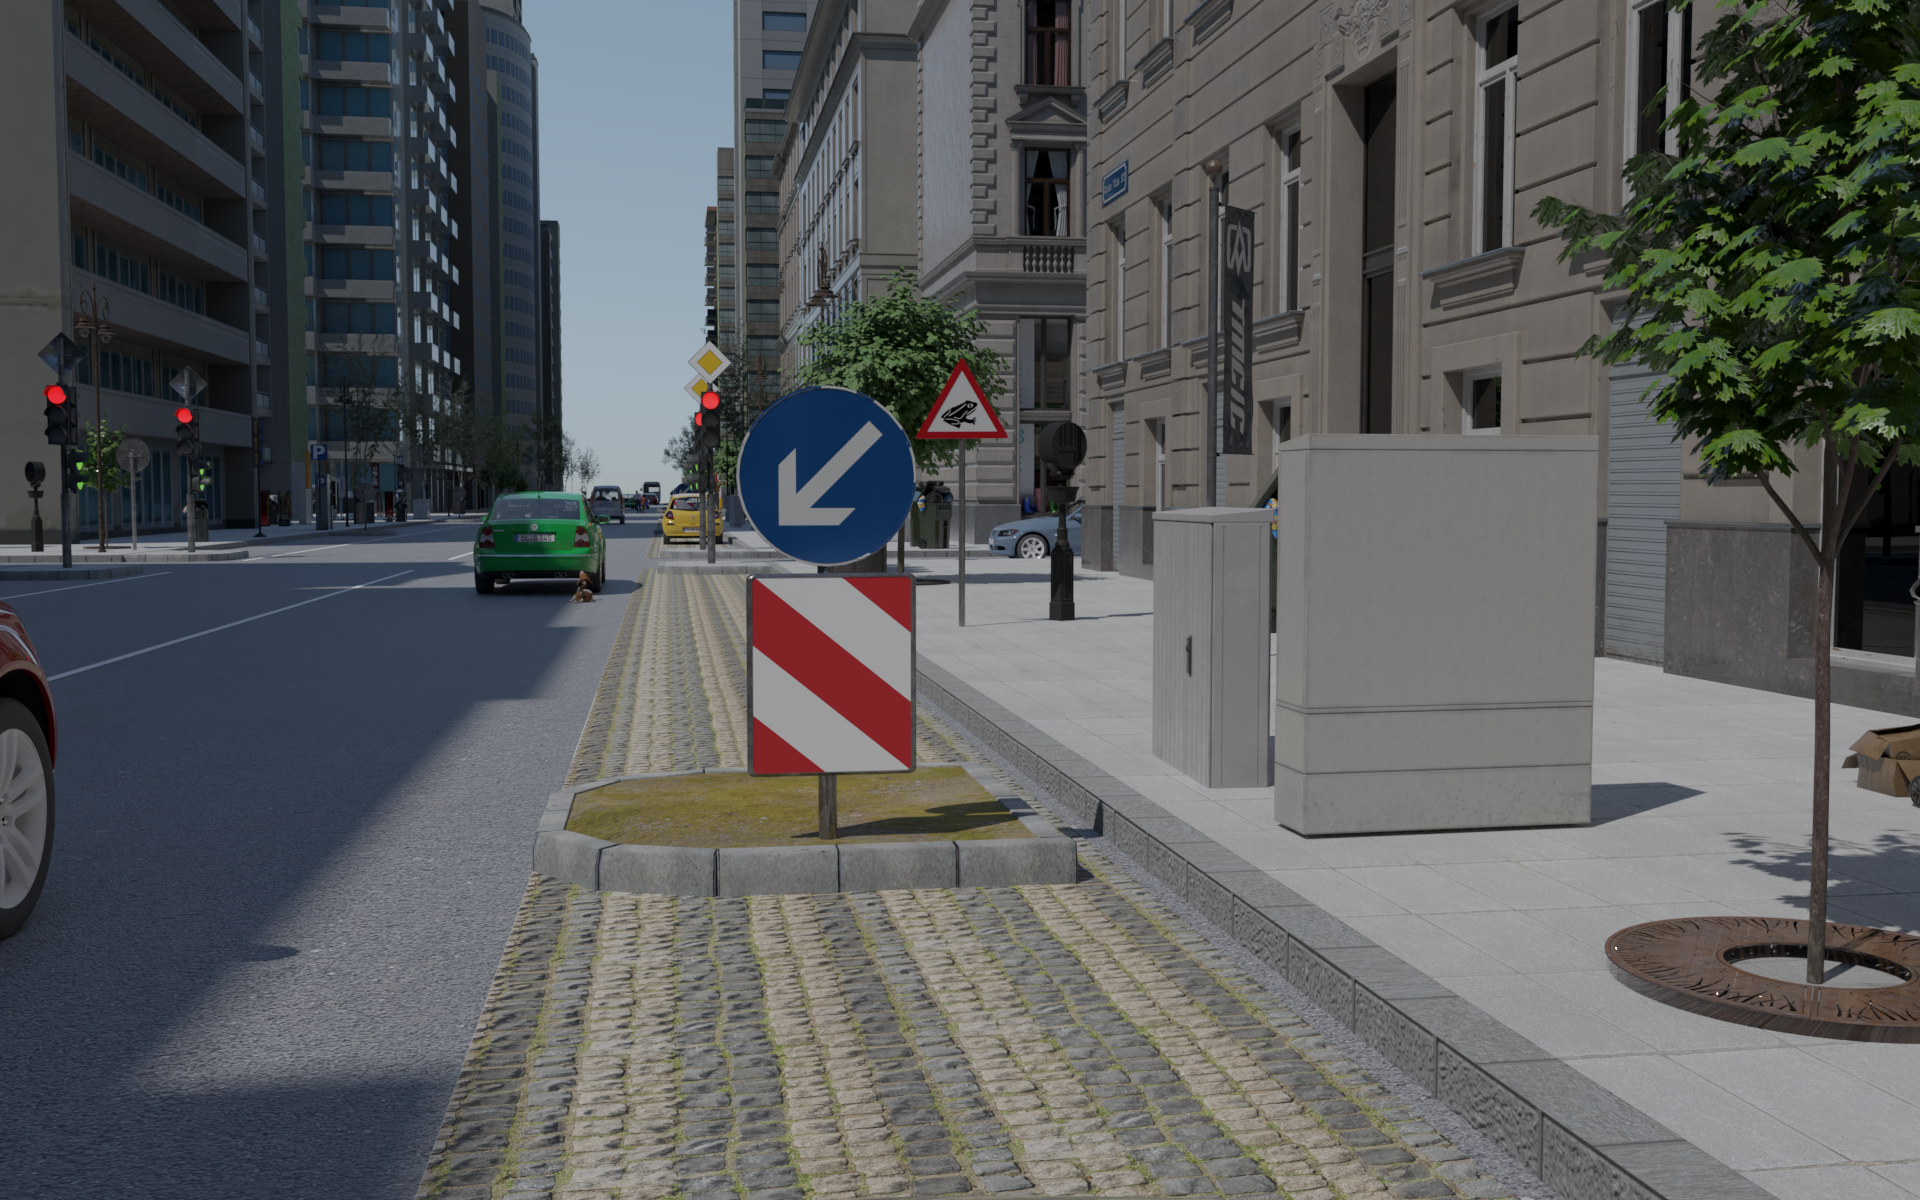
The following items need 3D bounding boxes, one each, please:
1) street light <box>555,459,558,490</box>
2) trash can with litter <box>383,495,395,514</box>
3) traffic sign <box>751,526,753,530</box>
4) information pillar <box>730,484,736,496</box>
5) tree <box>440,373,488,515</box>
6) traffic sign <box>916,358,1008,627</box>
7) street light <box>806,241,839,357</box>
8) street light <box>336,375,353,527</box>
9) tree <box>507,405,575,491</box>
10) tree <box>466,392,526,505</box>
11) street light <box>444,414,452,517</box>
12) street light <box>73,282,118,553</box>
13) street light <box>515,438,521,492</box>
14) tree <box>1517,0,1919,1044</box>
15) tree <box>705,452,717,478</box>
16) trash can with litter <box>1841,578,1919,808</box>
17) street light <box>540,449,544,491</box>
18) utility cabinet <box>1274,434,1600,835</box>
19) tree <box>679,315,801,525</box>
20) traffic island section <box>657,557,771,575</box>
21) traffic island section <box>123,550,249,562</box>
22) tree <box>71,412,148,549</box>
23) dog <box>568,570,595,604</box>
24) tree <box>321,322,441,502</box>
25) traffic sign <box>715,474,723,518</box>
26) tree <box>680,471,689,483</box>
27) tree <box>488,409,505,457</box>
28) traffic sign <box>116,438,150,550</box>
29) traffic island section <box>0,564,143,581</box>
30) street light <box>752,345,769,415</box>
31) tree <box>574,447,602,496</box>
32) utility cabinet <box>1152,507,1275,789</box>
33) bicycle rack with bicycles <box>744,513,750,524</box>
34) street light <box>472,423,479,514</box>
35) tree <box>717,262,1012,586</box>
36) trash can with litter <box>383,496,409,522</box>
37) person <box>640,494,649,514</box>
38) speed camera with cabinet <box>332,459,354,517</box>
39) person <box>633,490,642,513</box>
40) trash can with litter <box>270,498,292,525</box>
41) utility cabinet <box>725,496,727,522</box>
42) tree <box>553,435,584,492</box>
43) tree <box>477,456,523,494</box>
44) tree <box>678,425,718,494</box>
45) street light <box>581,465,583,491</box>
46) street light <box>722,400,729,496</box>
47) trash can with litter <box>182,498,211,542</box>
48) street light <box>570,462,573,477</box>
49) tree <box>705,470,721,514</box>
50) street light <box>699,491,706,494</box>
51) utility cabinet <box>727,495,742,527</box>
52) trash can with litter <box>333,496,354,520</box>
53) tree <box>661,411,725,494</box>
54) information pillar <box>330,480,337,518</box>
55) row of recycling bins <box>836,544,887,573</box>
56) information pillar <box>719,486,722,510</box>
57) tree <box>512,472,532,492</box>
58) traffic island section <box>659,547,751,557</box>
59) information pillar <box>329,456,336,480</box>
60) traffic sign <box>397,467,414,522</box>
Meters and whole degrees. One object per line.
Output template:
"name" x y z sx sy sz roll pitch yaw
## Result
"street light" -45.497 -13.607 195.267 0.468 5.910 1.993 -1 4 -10
"trash can with litter" -36.218 -6.041 109.829 2.233 1.210 1.678 -2 4 -24
"traffic sign" -7.484 -3.806 62.334 0.768 2.556 0.104 0 4 -2
"information pillar" -13.922 -6.220 106.196 0.304 2.012 0.304 0 4 1
"tree" -28.094 -8.611 91.160 4.360 8.622 3.978 0 3 0
"traffic sign" 0.018 -1.020 16.686 0.884 2.594 0.081 0 4 0
"street light" -2.525 -3.612 31.840 0.468 5.910 1.993 -1 4 -10
"street light" -23.912 -5.788 67.418 0.468 5.910 1.993 -1 4 -10
"tree" -44.629 -15.206 183.033 8.767 10.594 7.601 0 4 -3
"tree" -33.769 -10.741 125.981 4.737 8.622 4.395 0 3 0
"street light" -28.970 -7.658 97.998 0.468 5.910 1.993 -1 4 -10
"street light" -18.845 -3.981 37.873 0.468 5.910 1.993 -1 4 -10
"street light" -36.782 -10.478 144.110 0.468 5.910 1.993 -1 4 -10
"tree" 2.206 -0.594 4.318 1.663 3.219 1.824 0 3 0
"tree" -11.380 -6.505 90.063 4.285 4.588 4.351 0 3 0
"trash can with litter" 4.056 0.260 7.141 0.624 1.170 1.055 0 4 -7
"street light" -41.916 -12.303 173.948 0.468 5.910 1.993 -1 4 -10
"utility cabinet" 1.816 0.125 6.639 1.173 1.500 0.318 -1 4 -11
"tree" -8.872 -7.398 71.316 4.360 8.622 3.978 0 3 0
"traffic island section" -4.564 -0.593 31.980 2.009 0.180 2.903 -1 4 -10
"traffic island section" -16.879 -0.962 38.014 2.009 0.180 2.903 -1 4 -10
"tree" -19.950 -2.820 40.716 1.663 3.219 1.824 0 3 0
"dog" -5.092 -0.175 23.062 0.550 0.427 0.748 2 4 27
"tree" -25.755 -7.633 75.162 4.360 8.622 3.978 0 3 0
"traffic sign" -12.887 -5.739 93.931 0.768 2.556 0.104 0 4 -6
"tree" -24.643 -11.357 169.401 4.285 4.588 4.351 0 3 0
"tree" -30.292 -9.503 105.731 4.360 8.622 3.978 0 3 0
"traffic sign" -18.886 -2.413 39.564 0.768 2.556 0.104 0 4 -2
"traffic island section" -15.552 -0.481 30.139 2.009 0.180 2.903 -1 4 -10
"street light" -6.212 -4.964 53.949 0.468 5.910 1.993 -1 4 -10
"tree" -57.123 -19.243 264.979 4.737 8.622 4.395 0 3 0
"utility cabinet" 1.144 0.192 8.021 0.306 1.237 1.020 0 4 -8
"bicycle rack with bicycles" -8.183 -3.786 75.276 2.852 0.926 2.925 -1 4 -17
"street light" -31.629 -8.593 113.283 0.468 5.910 1.993 -1 4 -10
"tree" -0.936 -2.510 24.745 4.285 4.588 4.351 0 3 0
"trash can with litter" -25.847 -4.156 79.331 1.055 1.170 0.624 -3 4 -36
"person" -23.250 -7.066 127.291 0.557 1.426 1.065 -3 5 -44
"speed camera with cabinet" -35.069 -6.419 99.283 0.660 3.252 2.038 1 4 21
"person" -24.566 -7.489 131.879 0.756 1.711 0.436 -1 4 -21
"trash can with litter" -28.477 -3.724 72.279 1.055 1.170 0.624 -2 4 -31
"utility cabinet" -10.788 -4.254 80.707 0.306 1.237 1.020 0 4 -4
"tree" -48.127 -15.960 211.300 4.360 8.622 3.978 0 3 0
"tree" -35.296 -9.128 132.959 4.285 4.588 4.351 0 3 0
"tree" -26.995 -14.006 179.367 4.737 8.622 4.395 0 3 0
"street light" -55.535 -17.243 254.701 0.468 5.910 1.993 -1 4 -10
"street light" -11.316 -6.813 84.180 0.468 5.910 1.993 -1 4 -10
"trash can with litter" -20.463 -2.146 46.479 0.624 1.170 1.055 -1 4 -17
"street light" -50.392 -15.416 224.841 0.468 5.910 1.993 -1 4 -10
"tree" -15.865 -7.143 111.395 1.663 3.219 1.824 0 3 0
"street light" -19.058 -9.579 129.403 0.468 5.910 1.993 -1 4 -10
"utility cabinet" -8.714 -3.433 67.295 0.306 1.237 1.020 -1 4 -19
"trash can with litter" -30.410 -4.520 84.954 2.233 1.210 1.678 -2 4 -27
"tree" -29.826 -15.991 195.871 8.767 10.594 7.601 0 4 3
"information pillar" -33.935 -5.457 93.710 0.304 2.012 0.304 -2 4 -33
"row of recycling bins" -1.795 -1.347 29.143 1.069 1.692 3.534 -1 4 -9
"information pillar" -15.834 -7.542 114.670 0.183 3.616 0.504 -2 4 -25
"tree" -38.219 -9.561 150.915 1.663 3.219 1.824 0 3 0
"traffic island section" -5.891 -1.075 39.854 2.009 0.180 2.903 -1 4 -10
"information pillar" -38.813 -7.085 107.192 0.183 3.616 0.504 1 4 22
"traffic sign" -25.719 -4.908 80.348 0.768 2.556 0.104 0 4 -5
